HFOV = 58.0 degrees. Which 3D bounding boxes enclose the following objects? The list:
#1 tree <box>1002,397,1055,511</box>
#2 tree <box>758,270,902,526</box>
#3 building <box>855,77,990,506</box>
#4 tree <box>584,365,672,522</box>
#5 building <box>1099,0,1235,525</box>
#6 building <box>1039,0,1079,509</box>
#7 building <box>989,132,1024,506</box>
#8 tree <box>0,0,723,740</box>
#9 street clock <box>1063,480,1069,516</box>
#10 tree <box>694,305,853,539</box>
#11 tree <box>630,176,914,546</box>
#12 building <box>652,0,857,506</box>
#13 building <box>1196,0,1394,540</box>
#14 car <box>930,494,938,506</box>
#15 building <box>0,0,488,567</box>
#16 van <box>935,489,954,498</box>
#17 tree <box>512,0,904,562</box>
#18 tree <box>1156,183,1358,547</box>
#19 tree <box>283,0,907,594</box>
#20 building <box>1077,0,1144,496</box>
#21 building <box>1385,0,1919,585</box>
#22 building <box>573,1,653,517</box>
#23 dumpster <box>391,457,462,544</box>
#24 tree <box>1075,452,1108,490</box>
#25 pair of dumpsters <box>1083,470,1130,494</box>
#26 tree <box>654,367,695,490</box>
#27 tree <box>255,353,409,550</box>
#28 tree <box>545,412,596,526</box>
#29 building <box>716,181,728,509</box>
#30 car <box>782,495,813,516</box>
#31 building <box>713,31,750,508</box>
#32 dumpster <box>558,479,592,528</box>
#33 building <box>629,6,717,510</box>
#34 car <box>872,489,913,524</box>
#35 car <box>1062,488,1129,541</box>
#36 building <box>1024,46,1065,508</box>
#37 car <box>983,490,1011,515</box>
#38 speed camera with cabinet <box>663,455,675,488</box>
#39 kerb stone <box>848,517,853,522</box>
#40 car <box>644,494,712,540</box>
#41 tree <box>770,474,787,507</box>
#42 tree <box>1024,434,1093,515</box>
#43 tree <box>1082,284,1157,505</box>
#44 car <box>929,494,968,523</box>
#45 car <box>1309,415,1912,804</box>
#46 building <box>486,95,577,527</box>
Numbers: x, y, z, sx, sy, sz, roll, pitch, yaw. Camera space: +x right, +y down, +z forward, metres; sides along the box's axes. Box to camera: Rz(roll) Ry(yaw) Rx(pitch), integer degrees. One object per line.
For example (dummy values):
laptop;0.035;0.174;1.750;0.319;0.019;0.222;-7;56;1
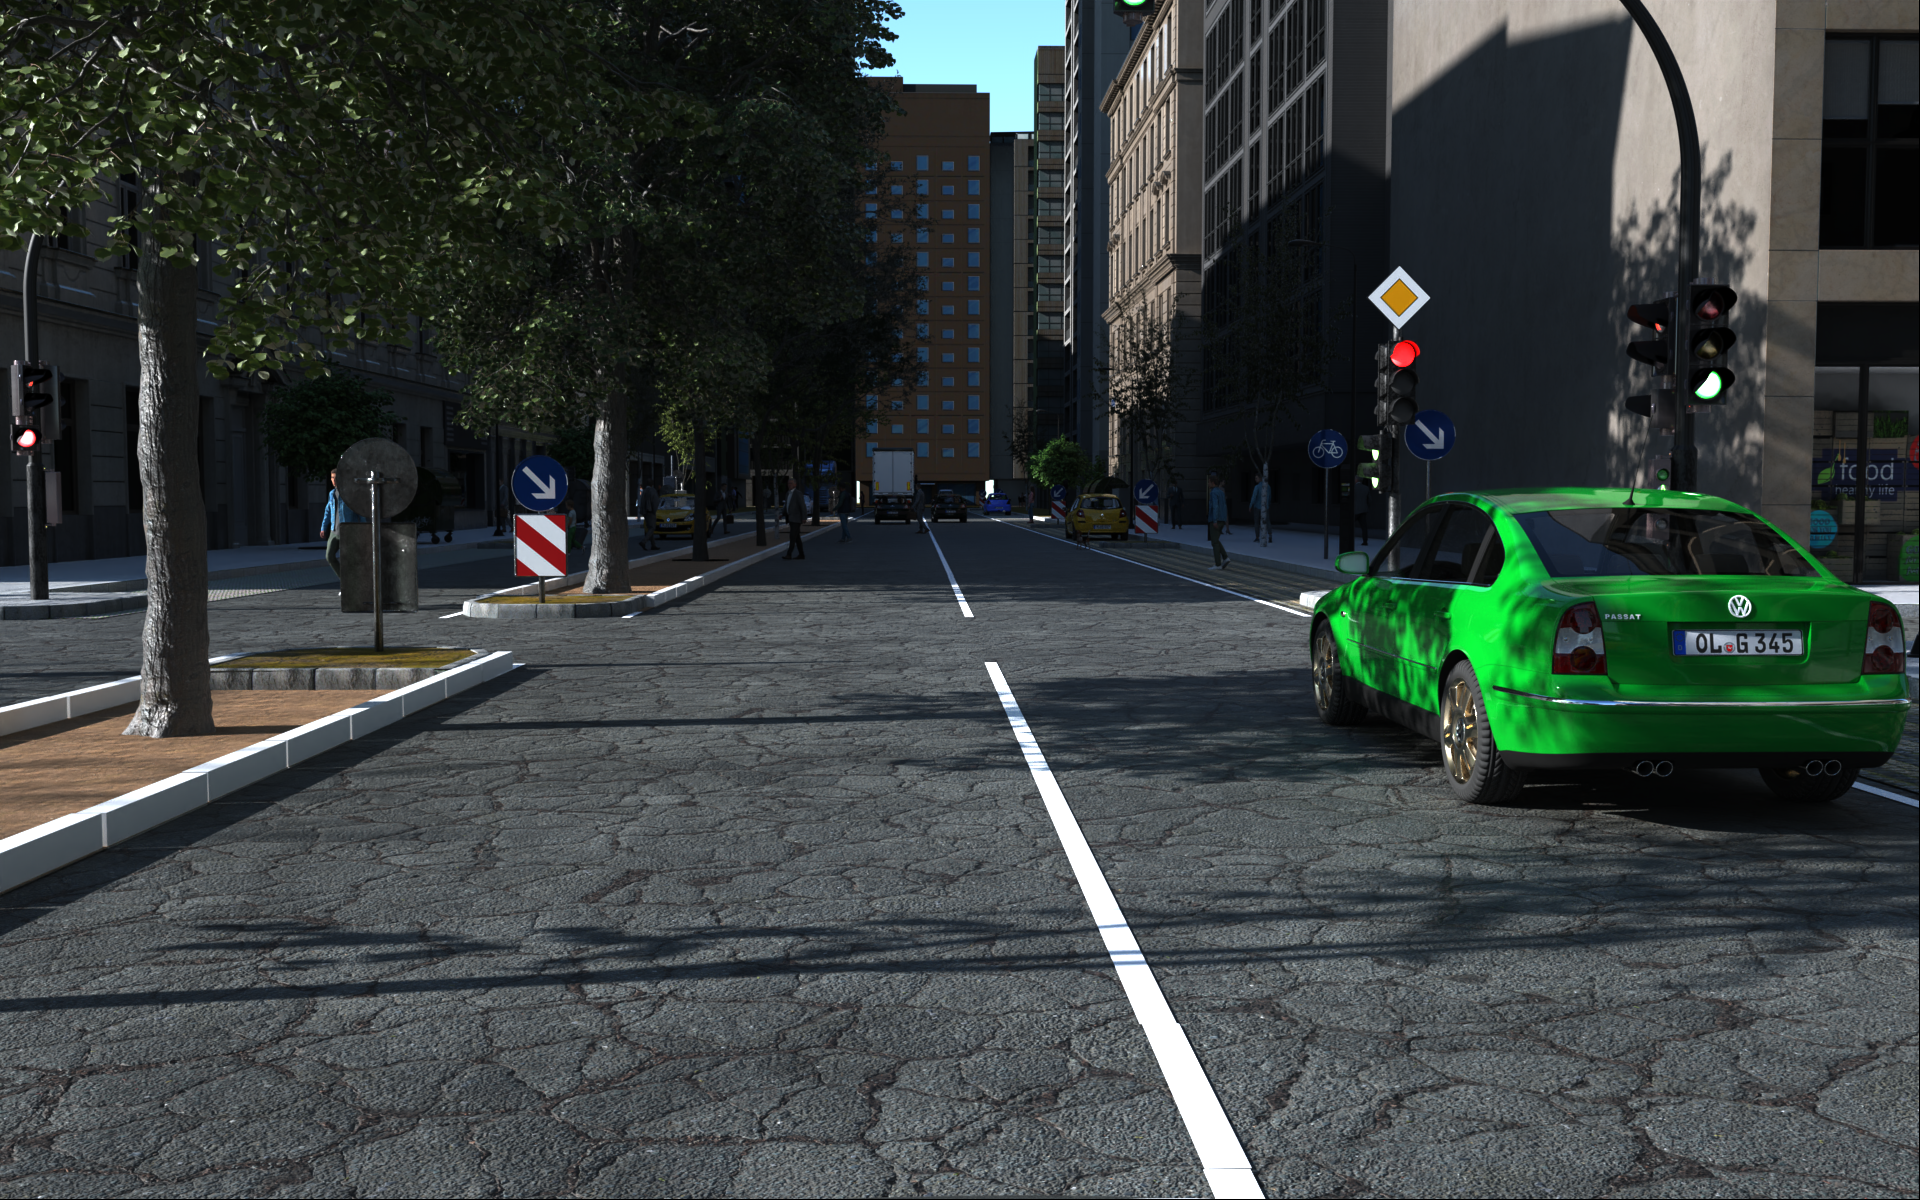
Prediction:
tree;5.113;-11.057;131.147;4.360;8.622;3.978;0;3;0
tree;-6.316;-9.083;76.724;9.928;11.665;9.643;0;3;0
building;-4.158;-32.994;189.566;14.200;45.320;14.600;0;4;-2
tree;-15.117;-7.946;80.285;4.360;8.622;3.978;0;3;0
building;14.172;-17.506;83.480;12.463;27.353;25.104;0;4;-2
building;17.568;-43.145;143.680;20.563;71.187;20.611;0;4;-2
building;9.995;-30.943;189.508;14.086;41.232;14.154;0;4;-2
tree;-4.799;-5.492;10.382;7.486;12.596;7.792;0;3;0
street clock;5.446;-5.182;89.292;0.358;2.002;0.471;0;4;3
tree;-5.735;-6.202;54.224;4.737;8.622;4.395;0;3;0
tree;-5.440;-6.773;47.612;8.767;10.594;7.601;0;4;-2
building;-22.099;-46.065;191.413;20.611;71.187;20.563;0;4;-2
building;16.969;-16.216;58.640;14.314;27.812;24.014;0;4;-2
car;-1.956;-9.866;171.089;2.009;1.686;4.222;0;4;-1
building;-25.131;-16.426;44.972;17.030;29.872;44.131;0;4;-2
van;-1.253;-9.161;156.790;2.013;2.044;4.112;0;4;0
tree;-5.480;-7.549;36.260;12.009;13.543;11.850;0;3;0
tree;7.458;-5.605;42.008;4.360;8.622;3.978;0;3;0
tree;-5.108;-7.072;24.733;9.857;13.997;8.962;0;3;0
building;18.668;-35.307;119.273;21.231;58.520;28.212;0;4;-2
building;27.920;-14.004;33.485;34.151;26.468;19.350;0;4;-2
building;-29.096;-40.765;104.760;20.563;71.187;20.611;0;4;-2
dumpster;-13.931;-2.598;44.975;1.502;2.255;1.985;0;4;-1
tree;6.292;-5.118;78.277;1.663;3.219;1.824;0;3;0
pair of dumpsters;6.103;-4.253;72.038;1.574;2.255;4.437;0;4;-2
tree;-15.267;-8.905;95.956;4.737;8.622;4.395;0;3;0
tree;-14.732;-3.483;40.657;4.285;4.588;4.351;0;3;0
tree;-14.938;-5.227;69.172;4.285;4.588;4.351;0;3;0
building;-27.496;-22.899;146.096;14.160;30.474;14.107;0;4;-2
car;-10.568;-6.188;113.537;2.083;1.381;4.827;0;4;-2
building;-27.399;-31.248;161.021;14.200;45.320;14.600;0;4;-2
dumpster;-14.570;-3.669;65.744;1.264;1.857;1.865;0;4;-2
building;-29.831;-30.762;126.656;21.300;48.544;21.600;0;4;-2
car;-3.236;-4.492;83.227;2.009;1.686;4.222;0;4;-2
car;4.259;-2.697;54.318;2.015;1.641;3.980;0;4;-1
building;13.769;-29.268;162.122;14.154;41.232;14.086;0;4;-2
car;2.509;-6.559;116.823;1.945;1.707;3.694;0;4;-3
speed camera with cabinet;-15.051;-5.819;89.470;0.660;3.252;2.038;-1;4;-9
kerb stone;-5.933;-4.453;95.060;0.120;0.150;1.000;0;4;-2
car;-9.048;-2.776;55.608;2.015;1.641;3.980;0;3;0
tree;-17.749;-10.656;168.823;1.663;3.219;1.824;0;3;0
tree;5.526;-6.626;92.044;4.285;4.588;4.351;0;3;0
tree;6.499;-6.695;59.825;4.360;8.622;3.978;0;3;0
car;-0.571;-4.796;88.207;2.009;1.686;4.222;0;4;-3
car;3.164;-0.037;9.401;1.959;1.807;4.718;0;4;-2
building;-23.345;-13.902;76.445;9.793;20.994;18.267;0;4;-2
